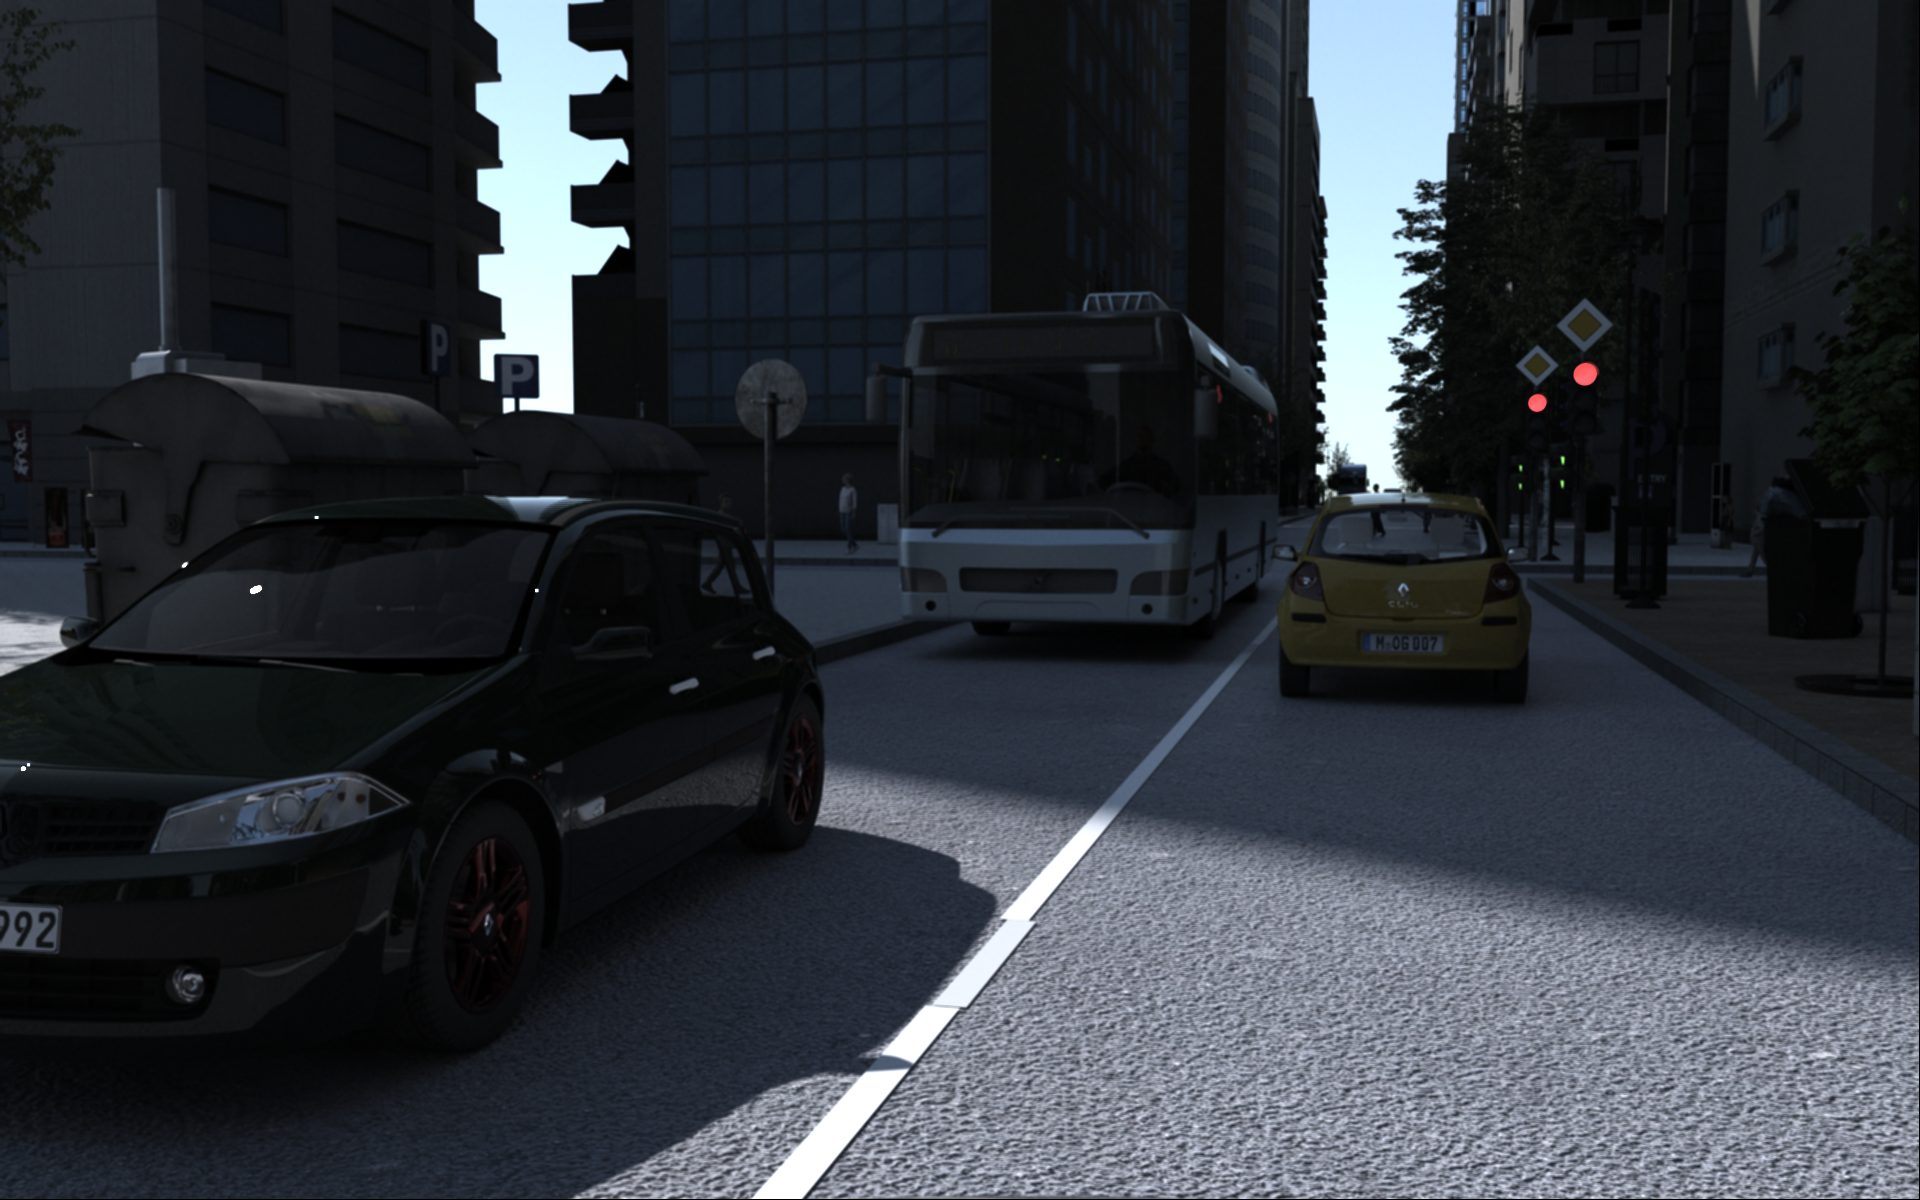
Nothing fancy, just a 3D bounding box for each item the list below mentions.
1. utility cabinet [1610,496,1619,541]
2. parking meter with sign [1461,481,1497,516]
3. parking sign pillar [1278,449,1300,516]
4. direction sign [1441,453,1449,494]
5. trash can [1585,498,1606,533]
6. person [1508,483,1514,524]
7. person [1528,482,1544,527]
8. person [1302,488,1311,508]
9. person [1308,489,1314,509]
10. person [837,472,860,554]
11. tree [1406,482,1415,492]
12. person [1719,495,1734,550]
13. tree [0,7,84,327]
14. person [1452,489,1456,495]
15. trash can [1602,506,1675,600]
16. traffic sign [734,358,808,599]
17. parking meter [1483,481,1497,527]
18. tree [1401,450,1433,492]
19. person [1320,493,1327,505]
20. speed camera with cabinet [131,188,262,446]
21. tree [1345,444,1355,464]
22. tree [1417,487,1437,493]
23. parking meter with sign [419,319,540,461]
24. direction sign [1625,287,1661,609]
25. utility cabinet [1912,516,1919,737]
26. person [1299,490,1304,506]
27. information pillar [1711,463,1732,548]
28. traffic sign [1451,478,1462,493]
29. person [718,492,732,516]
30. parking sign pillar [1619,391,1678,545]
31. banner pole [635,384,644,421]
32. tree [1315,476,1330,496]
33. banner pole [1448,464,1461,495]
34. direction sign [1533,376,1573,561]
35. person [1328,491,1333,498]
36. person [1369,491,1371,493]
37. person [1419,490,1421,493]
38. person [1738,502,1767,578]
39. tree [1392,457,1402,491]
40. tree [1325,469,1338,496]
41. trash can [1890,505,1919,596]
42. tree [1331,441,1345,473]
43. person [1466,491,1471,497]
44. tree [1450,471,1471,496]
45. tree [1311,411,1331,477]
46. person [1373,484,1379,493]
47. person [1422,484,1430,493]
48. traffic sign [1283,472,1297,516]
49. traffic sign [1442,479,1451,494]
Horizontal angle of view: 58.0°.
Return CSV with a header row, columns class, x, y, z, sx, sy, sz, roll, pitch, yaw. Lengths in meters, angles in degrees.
class,x,y,z,sx,sy,sz,roll,pitch,yaw
utility cabinet,18.414,-2.230,47.626,1.020,1.237,0.306,-1,4,-18
parking meter with sign,18.841,-4.047,62.428,1.738,3.016,0.543,-1,4,-16
parking sign pillar,19.478,-6.997,102.868,1.447,3.967,1.447,1,4,13
direction sign,25.578,-6.069,91.224,0.876,3.537,0.379,-3,5,-41
trash can,21.144,-2.823,57.815,0.748,1.137,0.748,0,3,0
person,23.502,-4.159,74.212,0.590,1.801,0.661,3,4,37
person,22.419,-3.711,67.390,0.598,1.740,0.731,2,4,27
person,32.475,-9.517,161.269,1.348,1.869,0.705,-2,4,-27
person,30.764,-8.874,151.690,0.434,1.755,0.990,-1,4,-13
person,-2.367,-1.853,37.015,0.731,1.740,0.598,3,5,40
tree,57.984,-13.846,220.974,1.663,3.219,1.824,0,3,0
person,17.703,-1.792,40.005,0.373,1.253,0.362,0,3,0
tree,-13.772,-4.438,22.923,4.737,8.622,4.395,0,3,0
person,43.102,-8.860,151.427,0.721,1.766,1.217,3,4,38
trash can,8.273,-0.574,21.043,0.748,1.137,0.748,0,3,0
traffic sign,-1.792,-0.989,16.274,0.768,2.556,0.104,1,4,20
parking meter,18.024,-3.253,58.902,0.399,1.863,0.255,-1,4,-17
tree,53.252,-15.402,202.185,4.360,8.622,3.978,0,3,0
person,40.880,-11.548,194.814,0.705,1.831,1.348,-1,4,-23
speed camera with cabinet,-4.479,-1.024,11.071,2.038,3.252,0.660,3,4,36
tree,51.820,-17.446,235.605,4.737,8.622,4.395,0,3,0
tree,43.102,-10.066,159.178,1.663,3.219,1.824,0,3,0
parking meter with sign,-4.482,-1.297,17.474,1.738,3.016,0.543,0,4,7
direction sign,7.696,-1.677,19.417,0.379,3.537,0.876,2,4,34
utility cabinet,5.147,0.015,8.442,0.318,1.500,1.173,0,4,0
person,36.155,-10.786,182.917,0.750,1.759,0.617,2,4,33
information pillar,18.034,-2.235,41.039,0.304,2.012,0.304,-1,4,-22
traffic sign,22.029,-4.652,76.066,0.884,2.594,0.081,1,4,19
person,-3.010,-0.727,22.199,0.640,1.303,0.475,-1,4,-9
parking sign pillar,17.441,-3.388,43.873,1.447,3.967,1.447,3,5,40
banner pole,-7.229,-3.012,39.261,0.401,3.779,0.863,-1,4,-22
tree,38.129,-11.523,182.999,1.663,3.219,1.824,0,3,0
banner pole,25.739,-6.109,89.901,0.863,3.779,0.401,3,4,39
direction sign,11.403,-2.530,33.364,0.876,3.537,0.379,-1,4,-15
person,49.707,-13.821,232.729,0.721,1.735,1.217,-2,4,-28
person,55.396,-13.801,234.087,1.348,1.831,0.705,-1,4,-18
person,55.181,-12.329,207.697,1.350,1.814,0.705,-2,4,-35
person,13.626,-1.022,29.488,0.640,1.303,0.475,1,4,18
tree,44.739,-13.242,166.871,4.737,8.622,4.395,0,3,0
tree,49.491,-14.890,227.170,4.285,4.588,4.351,0,3,0
trash can,12.201,-0.634,22.021,0.748,1.137,0.748,0,3,0
tree,23.921,-10.501,122.061,4.737,8.622,4.395,0,3,0
person,22.240,-4.222,75.051,0.713,1.824,0.794,1,4,15
tree,20.130,-4.491,68.027,1.663,3.219,1.824,0,3,0
tree,30.679,-12.412,153.303,4.360,8.622,3.978,0,3,0
person,13.978,-3.007,58.087,0.534,1.772,0.576,-2,4,-33
person,17.416,-3.429,64.567,0.388,1.821,0.555,-1,4,-10
traffic sign,19.143,-6.146,100.592,0.768,2.556,0.104,1,4,20
traffic sign,27.633,-5.975,97.687,0.884,2.594,0.081,1,4,14
